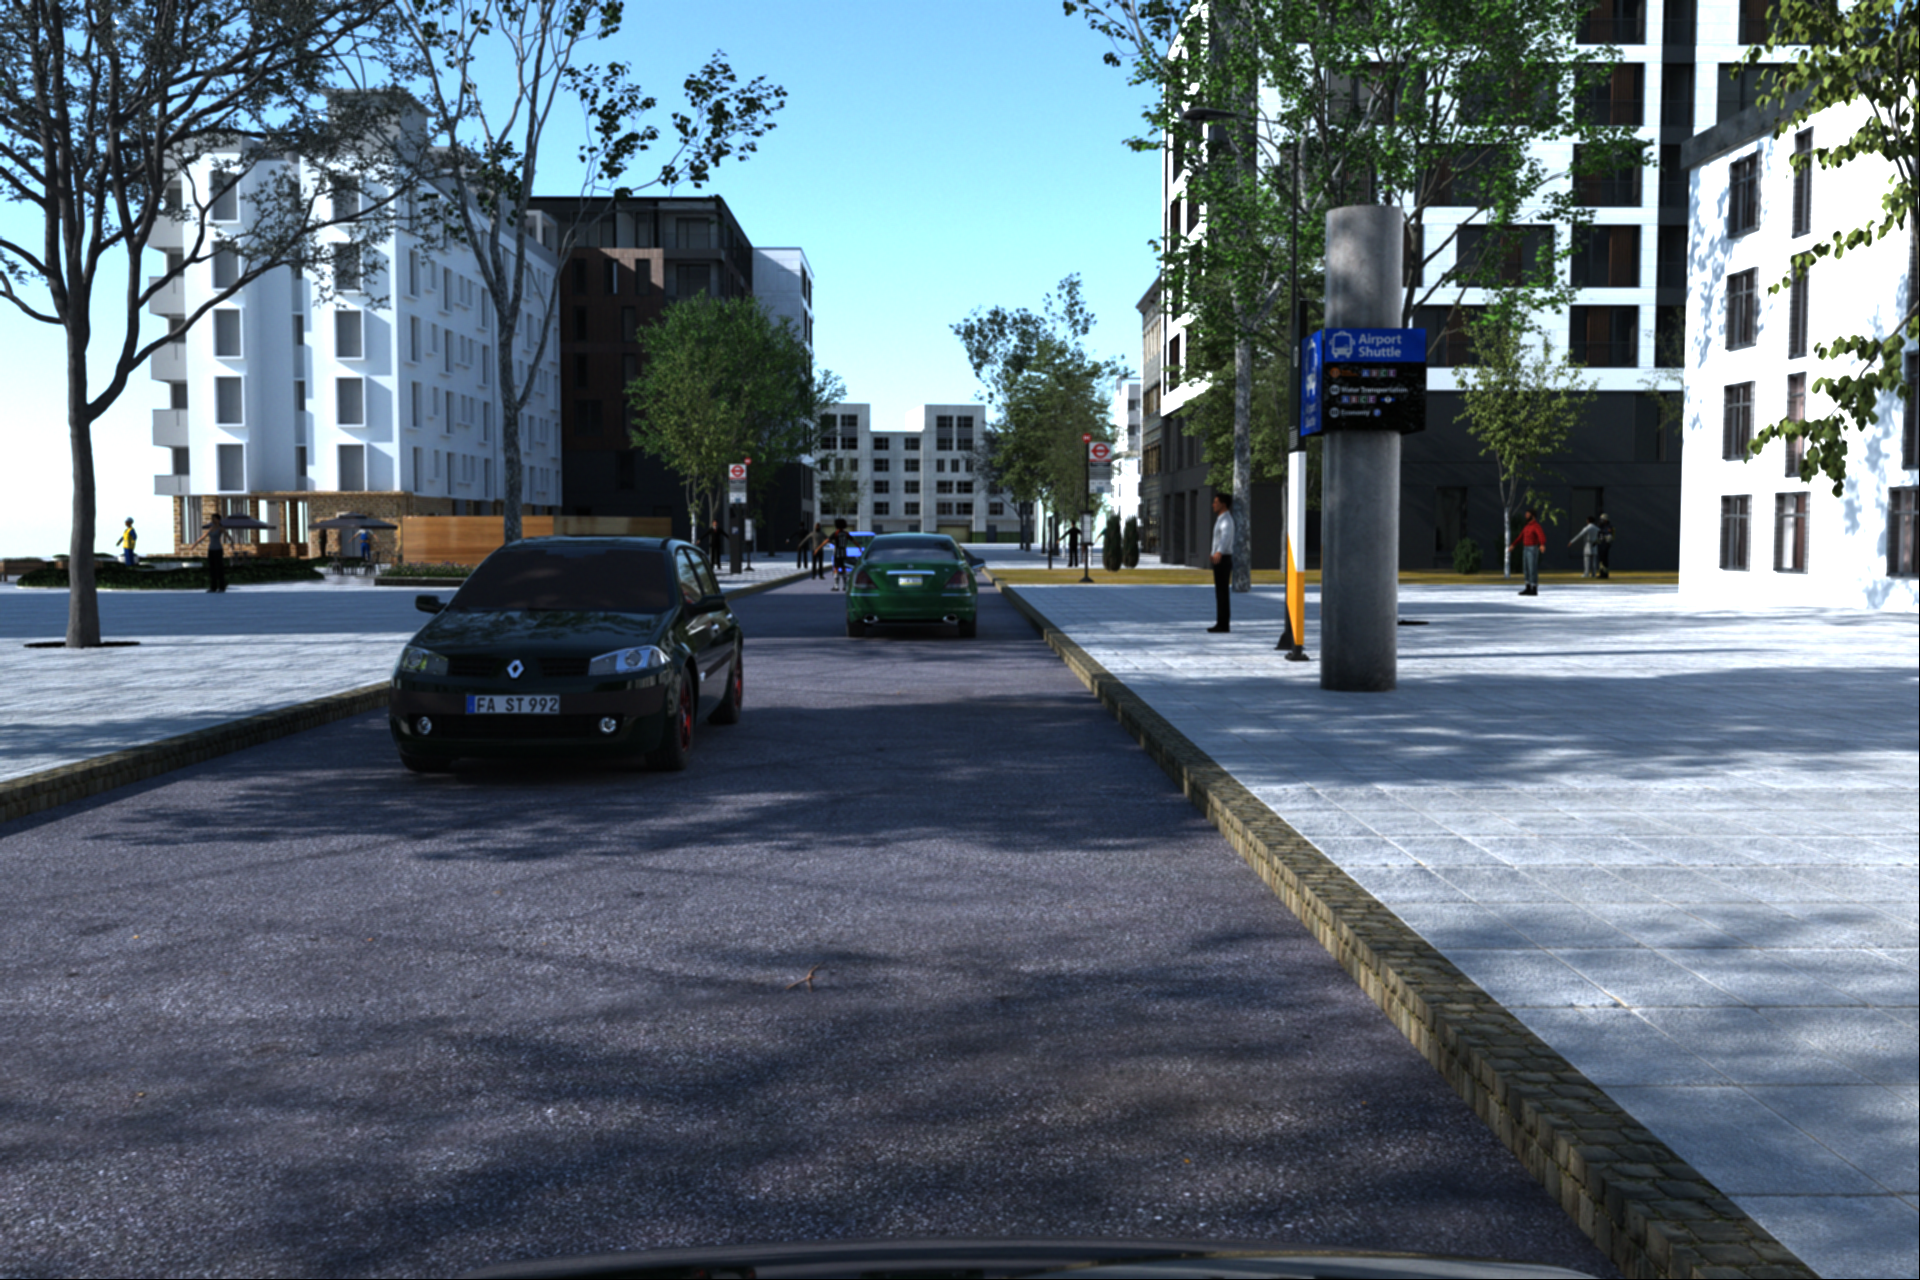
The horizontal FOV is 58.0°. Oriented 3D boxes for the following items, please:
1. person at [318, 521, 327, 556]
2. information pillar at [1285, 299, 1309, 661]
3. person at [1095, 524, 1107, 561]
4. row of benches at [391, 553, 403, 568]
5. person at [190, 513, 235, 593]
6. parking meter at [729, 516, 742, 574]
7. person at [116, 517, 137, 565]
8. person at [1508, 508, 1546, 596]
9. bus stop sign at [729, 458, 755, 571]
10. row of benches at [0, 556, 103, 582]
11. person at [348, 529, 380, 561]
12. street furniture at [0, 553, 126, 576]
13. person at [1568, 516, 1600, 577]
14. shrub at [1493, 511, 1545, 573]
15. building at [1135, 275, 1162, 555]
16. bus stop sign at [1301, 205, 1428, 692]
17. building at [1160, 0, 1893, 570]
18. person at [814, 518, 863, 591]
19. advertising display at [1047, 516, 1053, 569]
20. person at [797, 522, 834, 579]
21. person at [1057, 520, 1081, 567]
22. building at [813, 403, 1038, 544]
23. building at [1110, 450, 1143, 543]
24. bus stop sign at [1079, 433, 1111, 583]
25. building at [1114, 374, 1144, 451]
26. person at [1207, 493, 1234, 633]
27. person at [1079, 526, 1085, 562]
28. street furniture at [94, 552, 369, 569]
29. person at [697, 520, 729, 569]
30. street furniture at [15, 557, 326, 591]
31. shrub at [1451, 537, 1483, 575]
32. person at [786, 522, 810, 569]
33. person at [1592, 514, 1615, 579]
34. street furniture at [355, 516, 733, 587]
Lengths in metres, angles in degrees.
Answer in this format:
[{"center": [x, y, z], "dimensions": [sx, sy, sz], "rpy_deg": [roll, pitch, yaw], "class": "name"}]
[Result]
[{"center": [-25.464, -3.852, 69.115], "dimensions": [0.704, 1.812, 1.346], "rpy_deg": [-1, 4, -18], "class": "person"}, {"center": [3.426, -1.605, 17.591], "dimensions": [0.183, 3.616, 0.504], "rpy_deg": [0, 3, 0], "class": "information pillar"}, {"center": [6.218, -4.043, 72.225], "dimensions": [1.347, 1.817, 0.704], "rpy_deg": [-1, 4, -22], "class": "person"}, {"center": [-17.228, -2.631, 58.479], "dimensions": [4.104, 0.672, 1.422], "rpy_deg": [-3, 4, -36], "class": "row of benches"}, {"center": [-16.387, -1.909, 38.019], "dimensions": [1.217, 1.737, 0.721], "rpy_deg": [1, 4, 22], "class": "person"}, {"center": [-7.250, -3.067, 55.859], "dimensions": [0.399, 1.863, 0.255], "rpy_deg": [0, 4, 0], "class": "parking meter"}, {"center": [-24.176, -2.677, 50.229], "dimensions": [1.216, 1.772, 0.721], "rpy_deg": [3, 5, 43], "class": "person"}, {"center": [11.881, -1.837, 36.139], "dimensions": [0.704, 1.816, 1.345], "rpy_deg": [-1, 4, -12], "class": "person"}, {"center": [-7.606, -4.387, 60.427], "dimensions": [0.855, 3.939, 0.416], "rpy_deg": [0, 4, 1], "class": "bus stop sign"}, {"center": [-25.663, -1.943, 47.227], "dimensions": [4.104, 0.672, 1.422], "rpy_deg": [-3, 5, -42], "class": "row of benches"}, {"center": [-23.666, -3.857, 68.917], "dimensions": [1.347, 1.847, 0.705], "rpy_deg": [1, 4, 10], "class": "person"}, {"center": [-31.025, -2.331, 53.731], "dimensions": [10.072, 0.657, 5.734], "rpy_deg": [-2, 4, -25], "class": "street furniture"}, {"center": [18.719, -2.770, 51.483], "dimensions": [1.347, 1.806, 0.705], "rpy_deg": [-1, 4, -14], "class": "person"}, {"center": [18.326, -3.204, 56.808], "dimensions": [1.690, 2.028, 1.600], "rpy_deg": [0, 3, 0], "class": "shrub"}, {"center": [21.343, -16.822, 105.968], "dimensions": [19.493, 23.208, 18.063], "rpy_deg": [0, 3, 0], "class": "building"}, {"center": [3.297, -1.542, 14.233], "dimensions": [0.837, 3.901, 0.837], "rpy_deg": [0, 4, 0], "class": "bus stop sign"}, {"center": [22.687, -14.305, 77.861], "dimensions": [27.936, 21.610, 32.646], "rpy_deg": [0, 4, -1], "class": "building"}, {"center": [-3.035, -2.150, 43.750], "dimensions": [1.345, 1.843, 0.704], "rpy_deg": [-2, 4, -28], "class": "person"}, {"center": [3.307, -3.573, 63.638], "dimensions": [0.123, 1.923, 0.974], "rpy_deg": [0, 4, -2], "class": "advertising display"}, {"center": [-4.501, -2.829, 54.832], "dimensions": [1.348, 1.813, 0.705], "rpy_deg": [-1, 4, -17], "class": "person"}, {"center": [4.395, -3.754, 67.307], "dimensions": [1.347, 1.837, 0.705], "rpy_deg": [-2, 4, -24], "class": "person"}, {"center": [-6.262, -22.810, 241.856], "dimensions": [31.486, 18.905, 16.747], "rpy_deg": [-1, 4, -10], "class": "building"}, {"center": [20.816, -14.178, 173.963], "dimensions": [9.099, 9.664, 28.070], "rpy_deg": [0, 4, 0], "class": "building"}, {"center": [3.580, -3.501, 45.938], "dimensions": [0.855, 3.939, 0.416], "rpy_deg": [0, 4, 0], "class": "bus stop sign"}, {"center": [23.436, -21.324, 205.070], "dimensions": [16.016, 20.090, 11.380], "rpy_deg": [0, 4, 0], "class": "building"}, {"center": [3.401, -1.009, 22.649], "dimensions": [0.704, 1.810, 1.344], "rpy_deg": [0, 4, 6], "class": "person"}, {"center": [5.773, -4.501, 80.398], "dimensions": [0.721, 1.733, 1.217], "rpy_deg": [1, 4, 20], "class": "person"}, {"center": [-27.077, -2.939, 63.678], "dimensions": [10.072, 0.657, 5.734], "rpy_deg": [-1, 4, -12], "class": "street furniture"}, {"center": [-8.856, -3.459, 62.749], "dimensions": [1.347, 1.806, 0.705], "rpy_deg": [-1, 4, -10], "class": "person"}, {"center": [-19.876, -1.741, 44.091], "dimensions": [5.734, 0.657, 10.072], "rpy_deg": [0, 4, 0], "class": "street furniture"}, {"center": [15.961, -2.653, 54.488], "dimensions": [1.383, 1.207, 1.383], "rpy_deg": [0, 3, 0], "class": "shrub"}, {"center": [-5.801, -3.491, 63.797], "dimensions": [1.216, 1.740, 0.721], "rpy_deg": [0, 4, 1], "class": "person"}, {"center": [18.562, -2.704, 49.986], "dimensions": [0.705, 1.856, 1.354], "rpy_deg": [0, 4, 3], "class": "person"}, {"center": [-10.594, -2.237, 43.431], "dimensions": [11.010, 1.723, 9.812], "rpy_deg": [2, 4, 24], "class": "street furniture"}]
